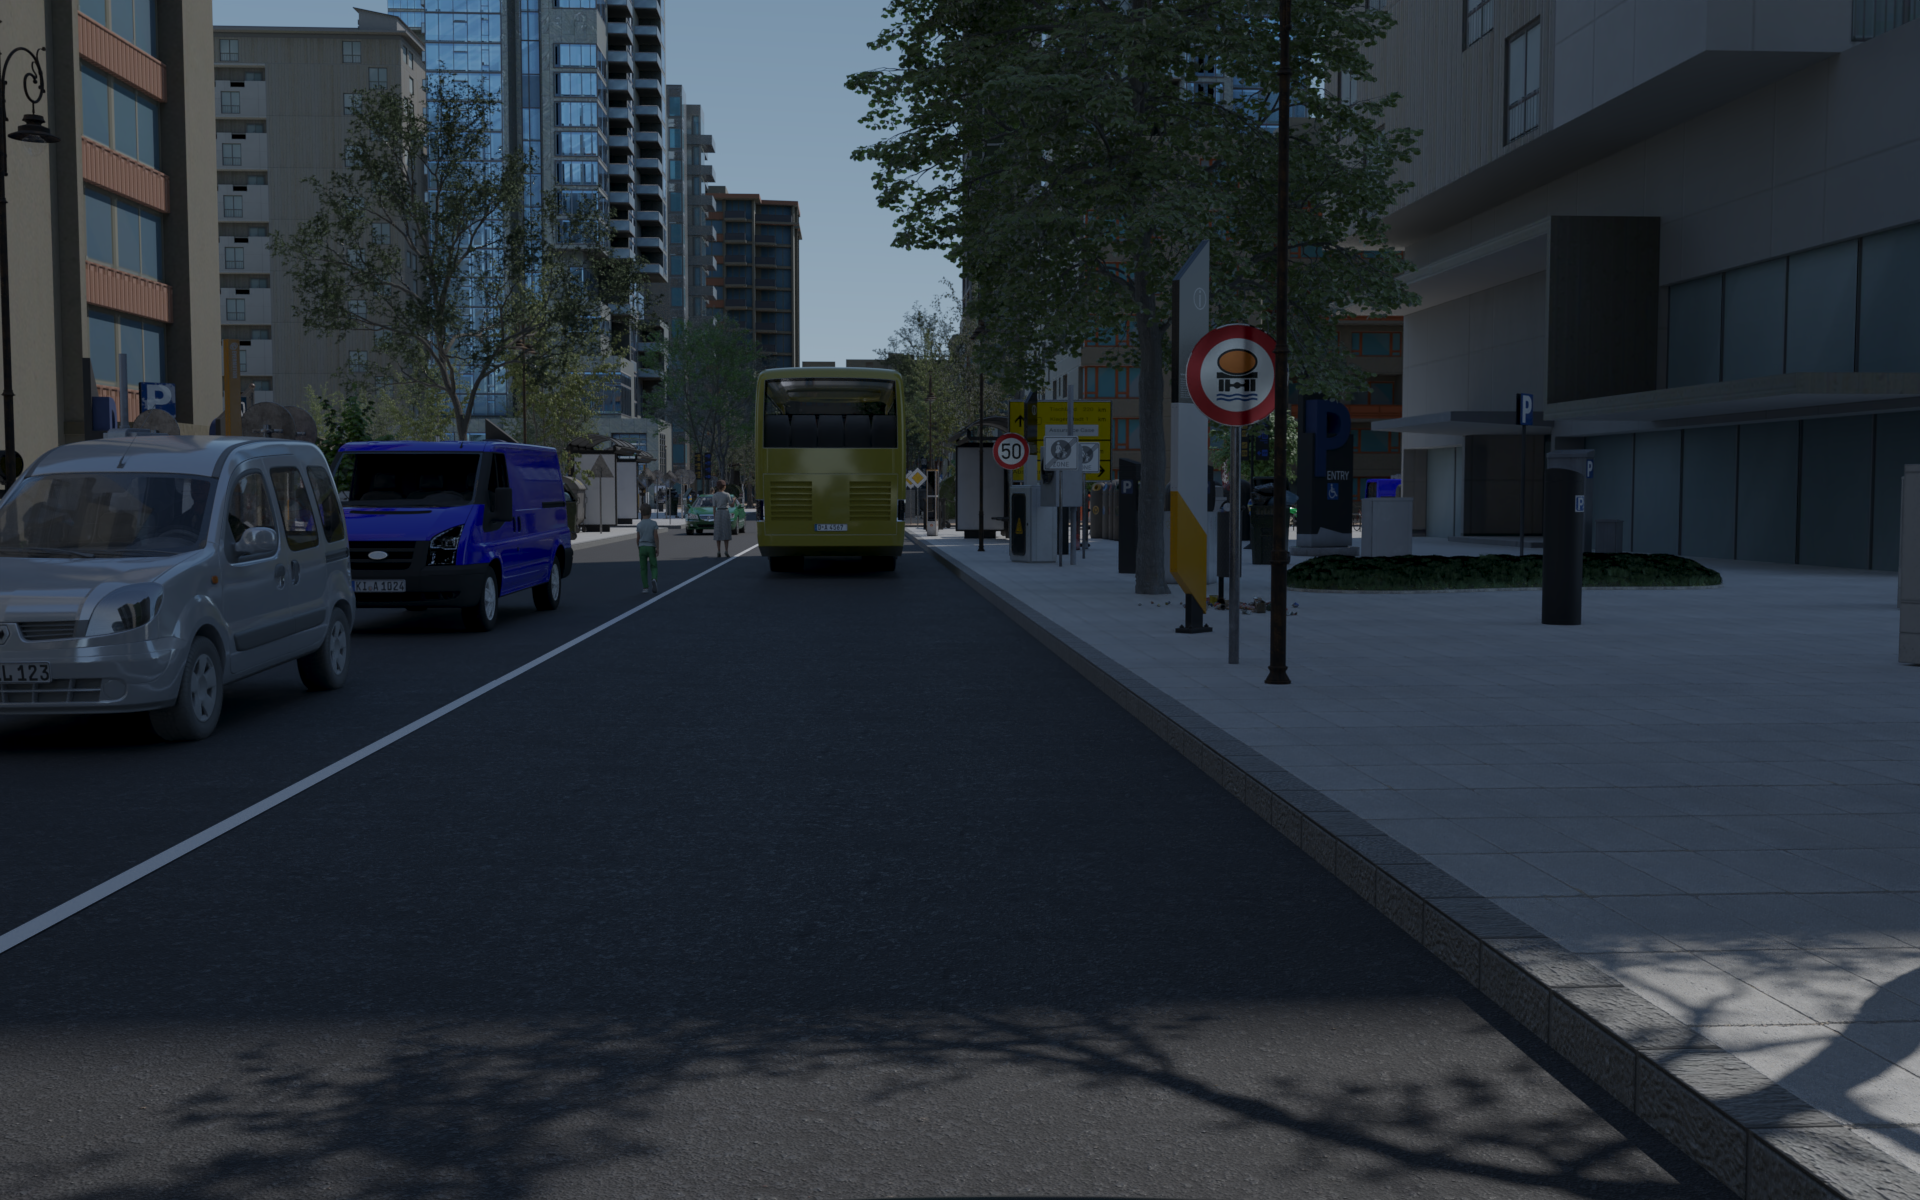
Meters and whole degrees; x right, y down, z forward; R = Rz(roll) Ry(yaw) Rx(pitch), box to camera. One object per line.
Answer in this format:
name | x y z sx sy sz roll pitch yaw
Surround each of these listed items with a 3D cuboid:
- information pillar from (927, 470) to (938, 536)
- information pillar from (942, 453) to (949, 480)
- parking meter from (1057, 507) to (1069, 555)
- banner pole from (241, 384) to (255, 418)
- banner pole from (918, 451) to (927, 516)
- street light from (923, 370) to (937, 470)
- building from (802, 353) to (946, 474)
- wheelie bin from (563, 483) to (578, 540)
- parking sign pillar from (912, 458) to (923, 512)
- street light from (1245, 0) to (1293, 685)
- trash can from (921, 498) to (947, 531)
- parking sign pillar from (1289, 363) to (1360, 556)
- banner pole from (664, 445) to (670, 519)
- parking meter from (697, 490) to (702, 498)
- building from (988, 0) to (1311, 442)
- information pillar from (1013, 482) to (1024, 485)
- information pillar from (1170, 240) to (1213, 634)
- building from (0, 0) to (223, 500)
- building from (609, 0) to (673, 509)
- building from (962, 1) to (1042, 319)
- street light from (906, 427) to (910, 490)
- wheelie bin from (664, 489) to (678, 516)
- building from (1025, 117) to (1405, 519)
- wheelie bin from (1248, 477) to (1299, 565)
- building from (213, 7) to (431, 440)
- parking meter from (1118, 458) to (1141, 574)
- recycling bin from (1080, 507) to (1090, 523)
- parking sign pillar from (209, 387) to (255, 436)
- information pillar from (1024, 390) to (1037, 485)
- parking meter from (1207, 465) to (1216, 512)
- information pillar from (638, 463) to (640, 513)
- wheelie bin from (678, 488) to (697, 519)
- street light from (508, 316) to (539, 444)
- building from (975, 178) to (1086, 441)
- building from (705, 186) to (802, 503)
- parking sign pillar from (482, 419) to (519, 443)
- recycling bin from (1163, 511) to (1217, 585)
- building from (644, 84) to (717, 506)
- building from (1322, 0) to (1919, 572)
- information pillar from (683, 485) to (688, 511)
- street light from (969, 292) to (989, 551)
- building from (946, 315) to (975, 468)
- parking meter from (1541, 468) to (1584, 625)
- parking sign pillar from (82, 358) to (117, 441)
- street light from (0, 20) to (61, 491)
information pillar | -0.837 -2.942 52.587 0.304 2.012 0.304 1 4 11
information pillar | -0.828 -6.565 98.691 0.183 3.616 0.504 -3 5 -39
parking meter | 2.122 -1.729 36.687 0.372 1.533 0.369 0 3 0
banner pole | -16.148 -3.005 39.150 0.401 3.779 0.863 2 4 28
banner pole | -2.218 -6.803 101.250 0.863 3.779 0.401 -3 5 -44
street light | -1.111 -5.632 64.864 0.468 5.910 1.993 0 4 -3
building | -8.569 -25.007 253.895 28.899 21.520 27.650 0 4 -3
wheelie bin | -11.051 -2.470 48.299 0.693 1.594 0.980 -2 4 -27
parking sign pillar | -3.151 -8.395 125.734 1.447 3.967 1.447 -1 4 -14
street light | 2.154 -2.372 11.564 0.468 5.910 1.993 0 4 -3
trash can | -0.958 -2.923 59.444 0.748 1.137 0.748 0 3 0
parking sign pillar | 7.611 -2.911 36.062 1.447 3.967 1.447 -3 4 -38
banner pole | -15.080 -6.049 88.912 0.401 3.779 0.863 0 4 -7
parking meter | -17.694 -6.692 117.824 0.372 1.533 0.369 0 3 0
building | 14.455 -50.121 132.150 22.319 86.520 31.000 0 4 -3
information pillar | 1.528 -2.440 44.380 0.304 2.012 0.304 2 4 35
information pillar | 2.115 -1.501 15.895 0.183 3.616 0.504 3 5 42
building | -33.497 -23.746 42.872 28.867 44.769 22.147 0 4 -3
building | -37.764 -51.822 159.964 22.319 86.520 31.000 0 4 -3
building | 8.864 -46.925 205.482 20.563 71.187 20.611 0 4 -3
street light | -2.848 -7.426 94.210 0.468 5.910 1.993 0 4 -3
wheelie bin | -17.237 -5.859 103.703 0.693 1.594 0.980 3 4 38
building | 19.437 -15.493 98.347 28.899 21.520 27.650 0 4 -3
wheelie bin | 5.673 -1.445 31.526 0.980 1.594 0.693 2 4 25
building | -72.754 -37.151 196.665 27.495 52.752 28.713 0 4 -3
parking meter | 2.780 -1.362 27.975 0.399 1.863 0.255 3 5 40
recycling bin | 5.515 -3.995 77.878 0.722 1.027 0.722 -1 4 -21
parking sign pillar | -17.971 -3.320 42.756 1.447 3.967 1.447 1 4 15
information pillar | 1.508 -2.784 36.870 0.183 3.616 0.504 2 4 29
parking meter | 4.324 -1.531 30.746 0.399 1.863 0.255 0 4 3
information pillar | -22.142 -7.817 119.161 0.183 3.616 0.504 -1 4 -13
wheelie bin | -14.085 -5.049 90.462 0.693 1.594 0.980 -2 4 -28
street light | -10.772 -4.286 42.869 0.468 5.910 1.993 0 4 -3
building | 8.245 -23.753 160.063 14.160 30.474 14.107 0 4 -3
building | -37.214 -36.318 248.423 28.867 44.769 22.147 0 4 -3
parking sign pillar | -16.330 -4.472 61.592 1.447 3.967 1.447 1 4 17
recycling bin | 3.282 -0.755 24.901 0.722 1.027 0.722 1 4 18
building | -44.023 -35.599 201.650 30.456 49.044 23.786 0 4 -3
building | 25.103 -27.520 39.184 28.713 52.752 27.495 0 4 -3
information pillar | -21.139 -7.870 133.171 0.304 2.012 0.304 -2 4 -31
street light | 0.476 -4.027 38.637 0.468 5.910 1.993 0 4 -3
building | 13.382 -20.641 182.520 27.650 21.520 28.899 0 4 -3
parking meter | 5.936 -0.529 17.052 0.372 1.533 0.369 0 3 0
parking sign pillar | -17.332 -2.843 34.963 1.447 3.967 1.447 -1 4 -19
street light | -9.145 -2.680 16.598 0.468 5.910 1.993 0 4 -3
